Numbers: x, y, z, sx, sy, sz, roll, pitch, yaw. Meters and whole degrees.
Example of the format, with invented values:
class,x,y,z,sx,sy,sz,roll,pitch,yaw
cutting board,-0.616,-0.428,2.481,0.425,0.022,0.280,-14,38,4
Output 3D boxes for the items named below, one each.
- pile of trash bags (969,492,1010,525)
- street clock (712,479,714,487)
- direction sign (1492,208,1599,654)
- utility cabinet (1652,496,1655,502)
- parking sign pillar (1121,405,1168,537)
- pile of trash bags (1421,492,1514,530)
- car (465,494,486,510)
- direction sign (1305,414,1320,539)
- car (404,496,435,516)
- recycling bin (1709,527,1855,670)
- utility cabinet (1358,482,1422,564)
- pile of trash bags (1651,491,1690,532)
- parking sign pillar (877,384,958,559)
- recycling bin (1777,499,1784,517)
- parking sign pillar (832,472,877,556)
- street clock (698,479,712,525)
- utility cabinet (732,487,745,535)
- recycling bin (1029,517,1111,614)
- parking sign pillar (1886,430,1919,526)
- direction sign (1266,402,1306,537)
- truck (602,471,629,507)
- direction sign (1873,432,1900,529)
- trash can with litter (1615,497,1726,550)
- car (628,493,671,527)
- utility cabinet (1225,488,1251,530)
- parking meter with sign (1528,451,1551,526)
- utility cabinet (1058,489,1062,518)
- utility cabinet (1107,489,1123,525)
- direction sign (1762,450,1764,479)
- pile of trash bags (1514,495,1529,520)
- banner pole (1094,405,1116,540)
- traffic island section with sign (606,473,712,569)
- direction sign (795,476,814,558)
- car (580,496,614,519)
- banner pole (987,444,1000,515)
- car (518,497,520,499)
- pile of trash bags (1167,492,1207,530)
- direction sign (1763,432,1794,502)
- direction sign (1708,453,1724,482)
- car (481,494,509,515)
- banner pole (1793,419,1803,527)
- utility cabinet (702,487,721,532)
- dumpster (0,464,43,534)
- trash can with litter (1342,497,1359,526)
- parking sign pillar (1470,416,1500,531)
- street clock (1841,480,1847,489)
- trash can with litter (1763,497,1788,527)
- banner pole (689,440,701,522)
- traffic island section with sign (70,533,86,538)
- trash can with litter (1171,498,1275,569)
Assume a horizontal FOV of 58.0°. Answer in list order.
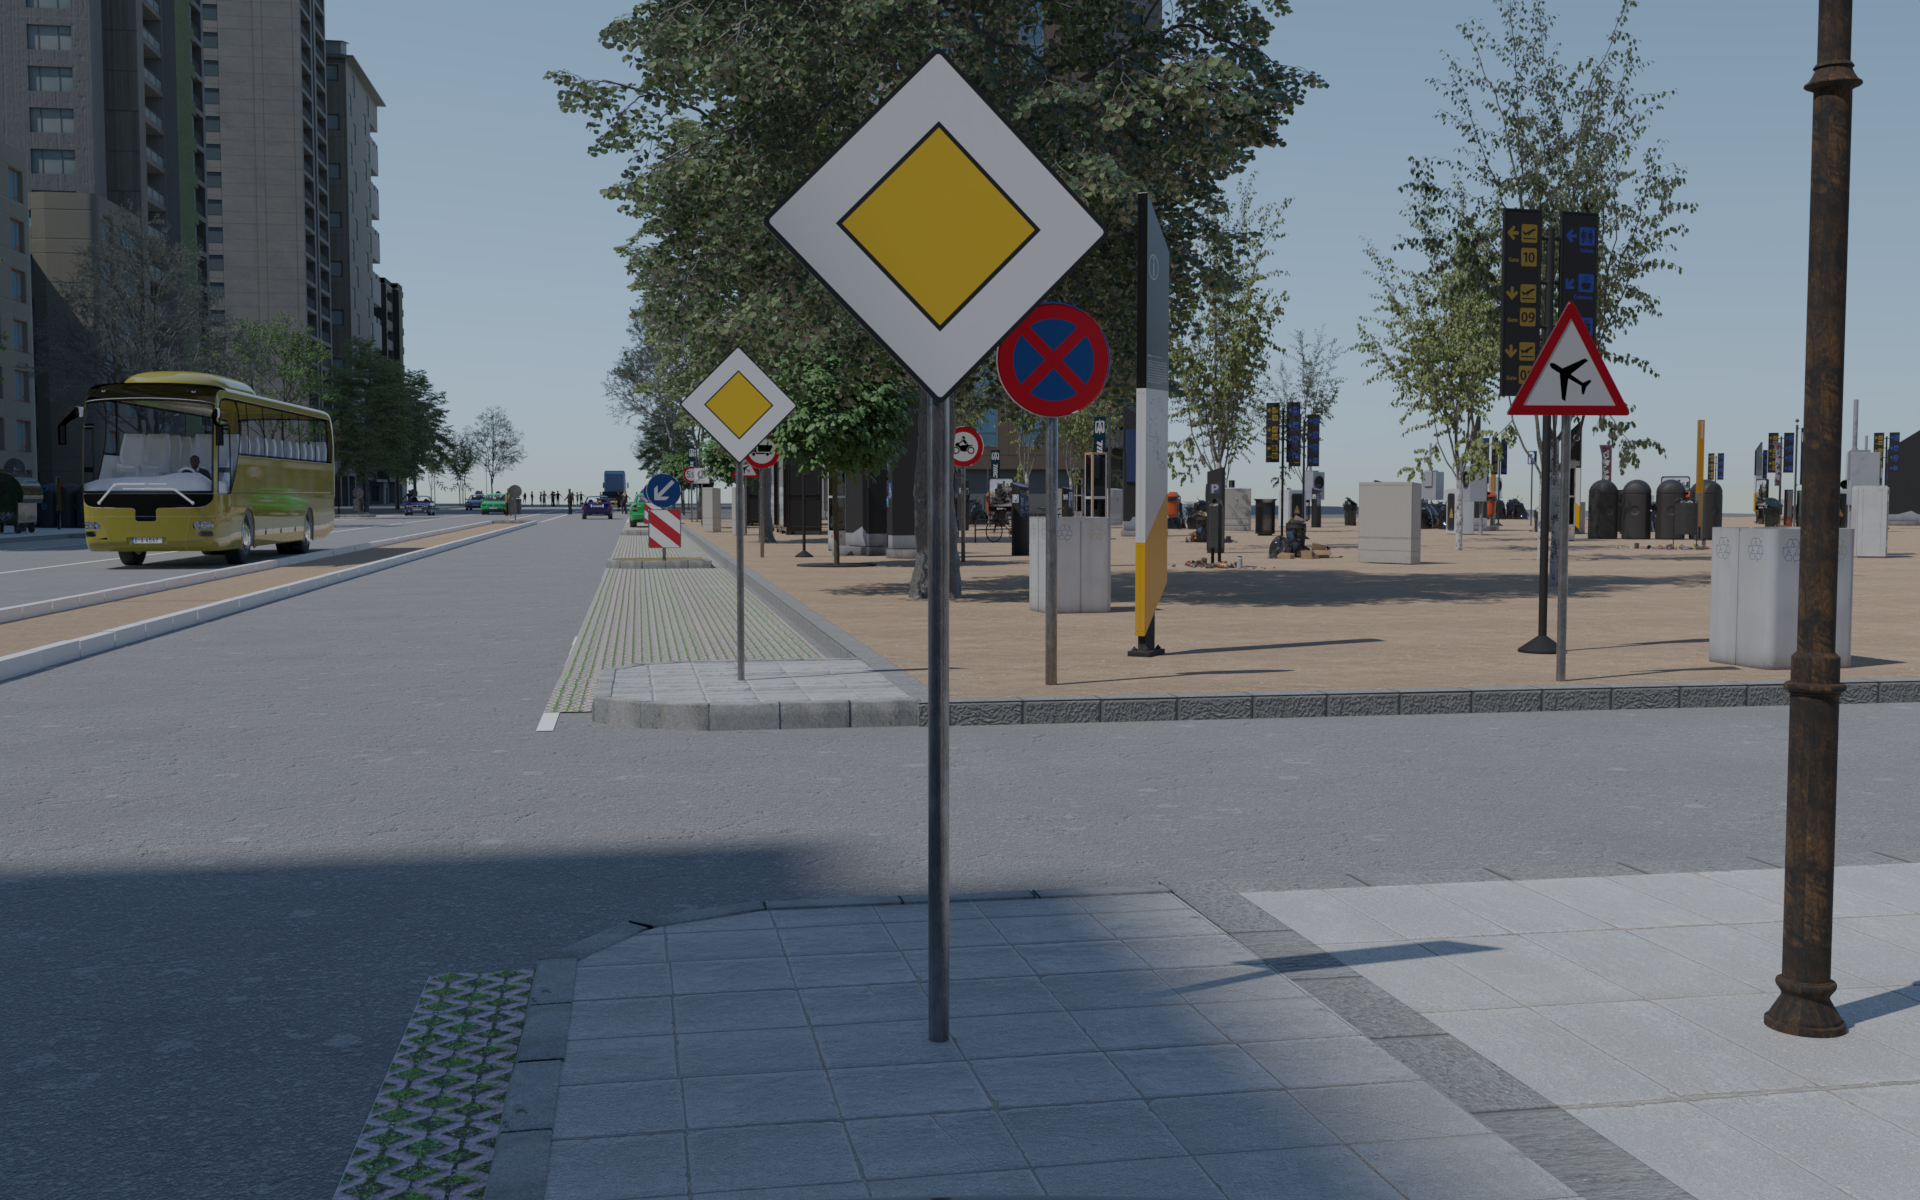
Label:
class,x,y,z,sx,sy,sz,roll,pitch,yaw
pile of trash bags,1.222,-3.907,73.638,1.912,1.369,3.447,0,4,3
street clock,-11.281,-4.488,77.943,0.471,2.002,0.358,3,5,44
direction sign,4.718,-1.341,13.928,0.876,3.537,0.379,-1,4,-17
utility cabinet,29.631,-3.874,74.499,0.306,1.237,1.020,2,4,29
parking sign pillar,5.596,-3.913,52.443,1.447,3.967,1.447,0,4,0
pile of trash bags,18.012,-3.264,63.125,1.912,1.369,3.447,-3,5,-43
car,-42.763,-8.659,153.577,2.014,1.417,4.499,-1,4,-9
direction sign,9.751,-3.495,49.142,0.876,3.537,0.379,0,4,-2
car,-36.105,-6.311,115.764,1.945,1.354,3.894,-1,4,-12
recycling bin,6.156,-0.027,12.997,0.722,1.027,0.722,-1,4,-12
utility cabinet,7.908,-1.418,31.863,0.318,1.500,1.173,-3,5,-40
pile of trash bags,23.501,-3.004,58.863,1.912,1.369,3.447,-2,4,-31
parking sign pillar,-0.771,-2.830,34.746,1.447,3.967,1.447,-1,4,-13
recycling bin,40.313,-4.447,85.267,0.722,1.027,0.722,3,4,37
parking sign pillar,-1.990,-2.940,36.548,1.447,3.967,1.447,-2,4,-26
street clock,-10.819,-4.183,72.963,0.471,2.002,0.358,-1,4,-14
utility cabinet,-6.911,-2.778,54.095,0.318,1.500,1.173,-1,4,-13
recycling bin,1.199,-0.390,18.923,0.722,1.027,0.722,-1,4,-16
parking sign pillar,38.396,-5.014,70.453,1.447,3.967,1.447,1,4,17
direction sign,7.965,-3.105,42.762,0.876,3.537,0.379,2,4,31
truck,-38.517,-12.365,191.918,2.967,4.110,18.799,-1,4,-9
direction sign,33.958,-4.377,63.554,0.379,3.537,0.876,-3,5,-44
trash can with litter,16.512,-1.795,40.409,2.233,1.210,1.678,2,4,27
car,-13.434,-4.066,75.277,1.959,1.807,4.718,-1,4,-10
utility cabinet,9.590,-3.177,60.617,1.173,1.500,0.318,0,4,6
parking meter with sign,23.875,-4.516,70.090,1.738,3.016,0.543,-1,4,-14
utility cabinet,3.826,-3.648,68.324,0.318,1.500,1.173,-1,4,-13
utility cabinet,6.262,-3.785,70.563,0.318,1.500,1.173,2,4,30
direction sign,40.963,-5.906,88.563,0.876,3.537,0.379,-2,4,-29
pile of trash bags,28.351,-4.769,87.719,3.447,1.369,1.912,1,4,13
banner pole,4.071,-3.614,49.102,0.401,3.779,0.863,-3,5,-40
traffic island section with sign,-5.908,-1.545,33.890,1.989,1.847,2.006,-1,4,-10
direction sign,-3.167,-2.636,35.091,0.379,3.537,0.876,1,4,13
car,-20.800,-5.305,99.312,1.945,1.354,3.894,-1,4,-12
banner pole,1.614,-5.898,86.457,0.863,3.779,0.401,1,4,12
car,-50.137,-11.266,193.233,2.155,1.783,4.494,-1,4,-11
pile of trash bags,8.208,-3.289,63.522,1.912,1.369,3.447,1,4,22
direction sign,30.207,-4.391,63.793,0.876,3.537,0.379,1,4,13
direction sign,41.713,-6.339,95.637,0.379,3.537,0.876,-3,5,-43
car,-32.324,-6.844,120.699,1.959,1.807,4.718,-1,4,-10
banner pole,27.922,-4.124,57.449,0.401,3.779,0.863,-2,4,-27
utility cabinet,-8.364,-3.042,58.417,0.318,1.500,1.173,-2,4,-25
dumpster,-31.090,-3.310,56.605,1.502,2.255,1.985,-1,4,-10
trash can with litter,16.015,-3.585,69.995,1.055,1.170,0.624,0,4,3
parking sign pillar,18.051,-4.390,60.242,1.447,3.967,1.447,0,4,8
street clock,44.920,-5.095,87.873,0.358,2.002,0.471,-3,5,-43
trash can with litter,26.572,-2.742,56.221,0.624,1.170,1.055,-1,4,-9
banner pole,-12.263,-5.493,79.828,0.401,3.779,0.863,-3,5,-43
traffic island section with sign,-27.888,-2.950,56.865,1.989,1.847,2.006,-1,4,-10
trash can with litter,4.543,-1.197,30.631,1.678,1.210,2.233,0,4,-5
